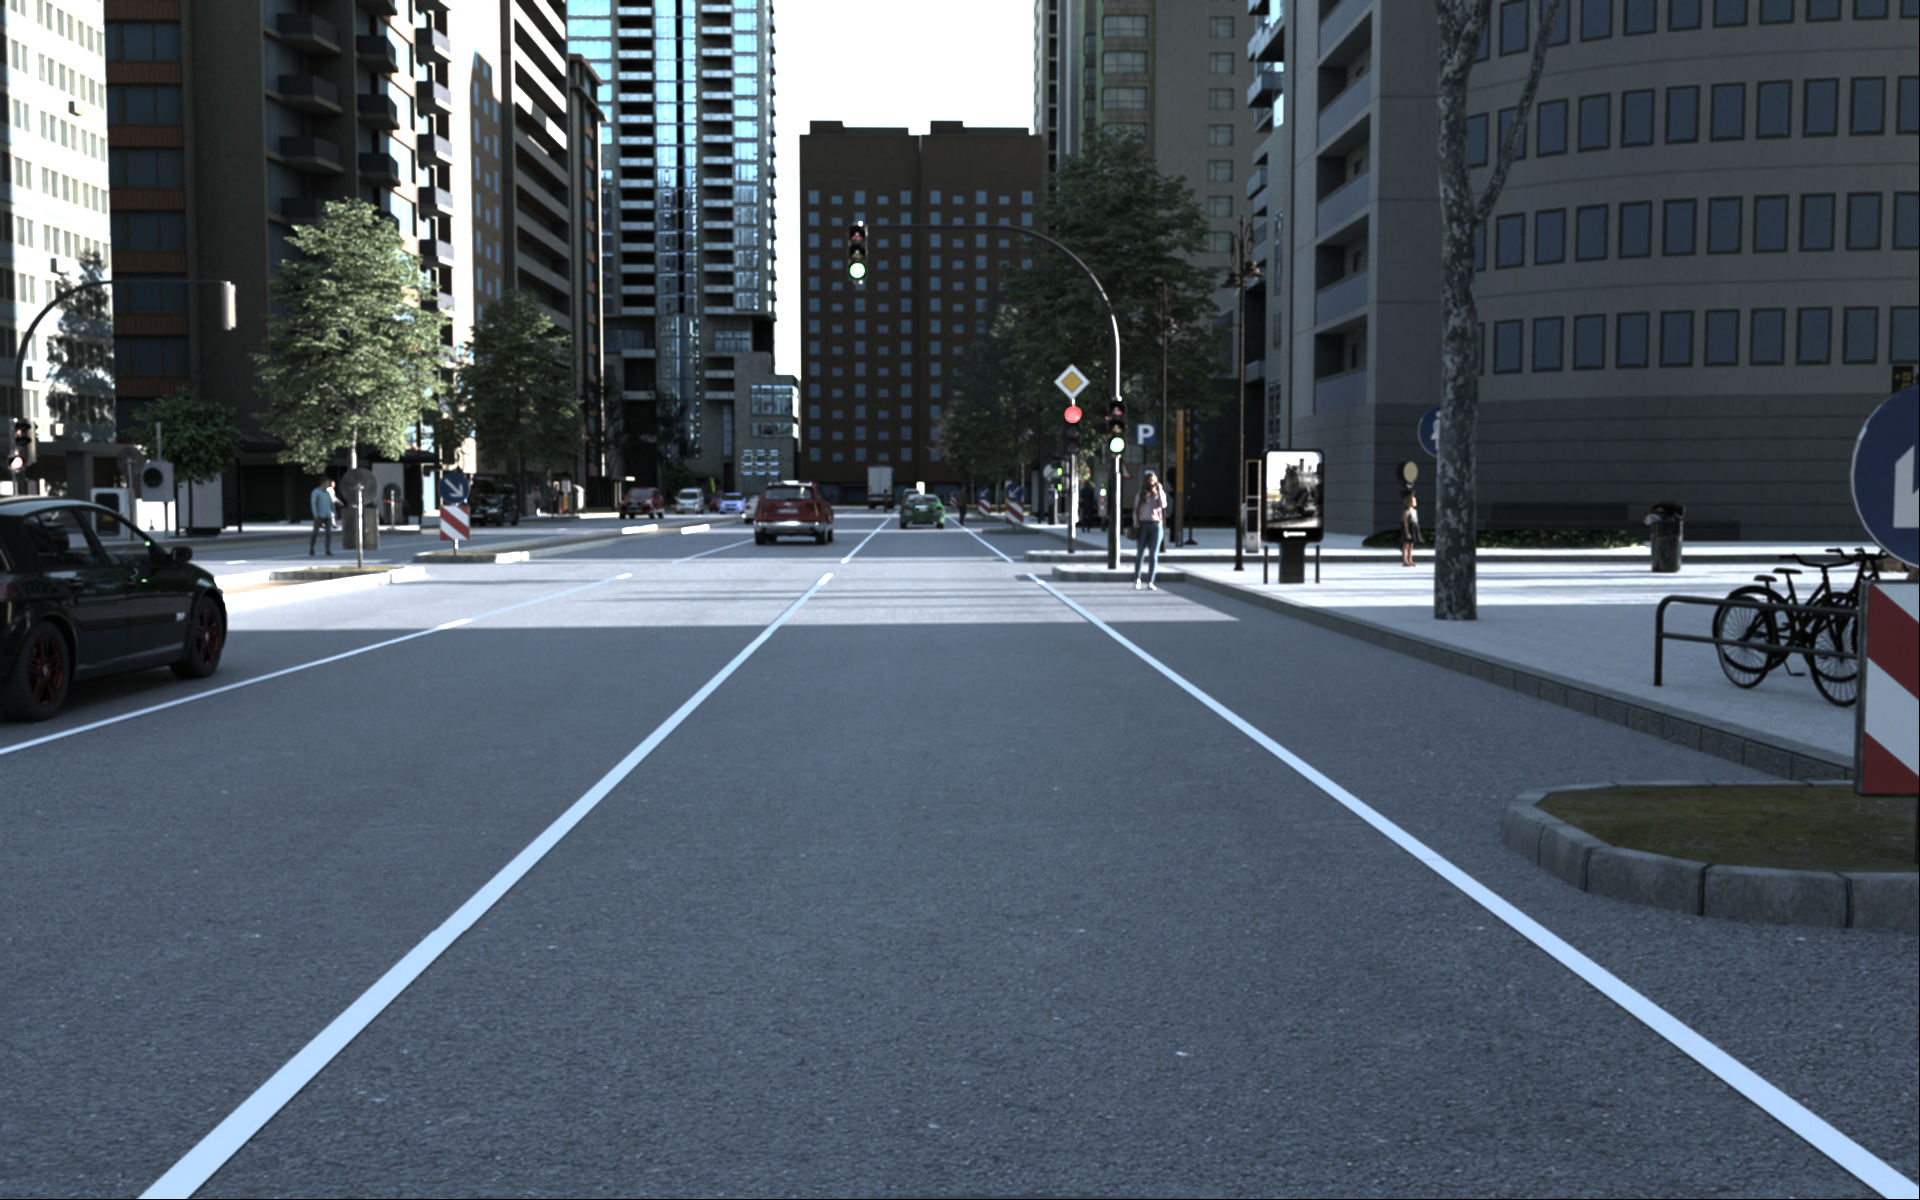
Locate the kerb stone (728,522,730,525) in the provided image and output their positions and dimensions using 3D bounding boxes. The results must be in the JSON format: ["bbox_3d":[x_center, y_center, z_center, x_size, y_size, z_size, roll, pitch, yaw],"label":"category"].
[{"bbox_3d":[-10.605,-3.426,78.235,0.120,0.150,1.000,0,4,-1],"label":"kerb stone"}]

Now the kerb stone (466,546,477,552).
[{"bbox_3d":[-11.770,-1.167,41.305,0.120,0.150,1.000,0,4,-1],"label":"kerb stone"}]

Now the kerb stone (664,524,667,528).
[{"bbox_3d":[-12.588,-3.114,73.114,0.120,0.150,1.000,0,4,-1],"label":"kerb stone"}]

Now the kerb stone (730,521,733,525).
[{"bbox_3d":[-10.637,-3.488,79.257,0.120,0.150,1.000,0,4,-1],"label":"kerb stone"}]

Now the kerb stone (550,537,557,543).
[{"bbox_3d":[-11.996,-1.733,50.544,0.120,0.150,1.000,0,4,-1],"label":"kerb stone"}]

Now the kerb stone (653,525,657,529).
[{"bbox_3d":[-12.507,-2.927,70.044,0.120,0.150,1.000,0,4,-1],"label":"kerb stone"}]

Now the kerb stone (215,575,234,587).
[{"bbox_3d":[-11.383,-0.259,26.431,0.120,0.150,1.000,0,4,-1],"label":"kerb stone"}]

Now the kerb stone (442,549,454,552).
[{"bbox_3d":[-11.721,-1.042,39.261,0.120,0.150,1.000,0,4,-1],"label":"kerb stone"}]

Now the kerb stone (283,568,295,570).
[{"bbox_3d":[-11.464,-0.446,29.500,0.120,0.150,1.000,0,4,-1],"label":"kerb stone"}]

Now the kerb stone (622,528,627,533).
[{"bbox_3d":[-12.332,-2.487,62.861,0.120,0.150,1.000,0,4,-1],"label":"kerb stone"}]

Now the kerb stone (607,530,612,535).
[{"bbox_3d":[-12.243,-2.296,59.783,0.120,0.150,1.000,0,4,-1],"label":"kerb stone"}]

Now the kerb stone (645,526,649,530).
[{"bbox_3d":[-12.452,-2.801,67.991,0.120,0.150,1.000,0,4,-1],"label":"kerb stone"}]

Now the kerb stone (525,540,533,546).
[{"bbox_3d":[-11.930,-1.543,47.465,0.120,0.150,1.000,0,4,-1],"label":"kerb stone"}]

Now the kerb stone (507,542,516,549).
[{"bbox_3d":[-11.879,-1.419,45.404,0.120,0.150,1.000,0,4,-1],"label":"kerb stone"}]

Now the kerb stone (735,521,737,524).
[{"bbox_3d":[-10.689,-3.610,81.310,0.120,0.150,1.000,0,4,-1],"label":"kerb stone"}]

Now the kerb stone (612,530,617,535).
[{"bbox_3d":[-12.266,-2.362,60.817,0.120,0.150,1.000,0,4,-1],"label":"kerb stone"}]

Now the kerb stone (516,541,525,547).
[{"bbox_3d":[-11.904,-1.482,46.426,0.120,0.150,1.000,0,4,-1],"label":"kerb stone"}]

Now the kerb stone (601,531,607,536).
[{"bbox_3d":[-12.217,-2.236,58.755,0.120,0.150,1.000,0,4,-1],"label":"kerb stone"}]

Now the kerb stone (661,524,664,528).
[{"bbox_3d":[-12.559,-3.050,72.088,0.120,0.150,1.000,0,4,-1],"label":"kerb stone"}]

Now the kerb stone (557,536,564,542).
[{"bbox_3d":[-12.037,-1.795,51.568,0.120,0.150,1.000,0,4,-1],"label":"kerb stone"}]

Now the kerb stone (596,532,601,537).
[{"bbox_3d":[-12.186,-2.173,57.722,0.120,0.150,1.000,0,4,-1],"label":"kerb stone"}]

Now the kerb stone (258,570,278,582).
[{"bbox_3d":[-11.443,-0.384,28.478,0.120,0.150,1.000,0,4,-1],"label":"kerb stone"}]

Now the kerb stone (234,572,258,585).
[{"bbox_3d":[-11.415,-0.318,27.455,0.120,0.150,1.000,0,4,-1],"label":"kerb stone"}]

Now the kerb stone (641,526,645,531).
[{"bbox_3d":[-12.425,-2.738,66.968,0.120,0.150,1.000,0,4,-1],"label":"kerb stone"}]

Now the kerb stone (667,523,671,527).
[{"bbox_3d":[-12.604,-3.177,74.144,0.120,0.150,1.000,0,4,-1],"label":"kerb stone"}]

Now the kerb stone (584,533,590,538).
[{"bbox_3d":[-12.135,-2.042,55.674,0.120,0.150,1.000,0,4,-1],"label":"kerb stone"}]

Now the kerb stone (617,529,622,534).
[{"bbox_3d":[-12.290,-2.424,61.840,0.120,0.150,1.000,0,4,-1],"label":"kerb stone"}]

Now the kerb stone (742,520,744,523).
[{"bbox_3d":[-10.772,-3.796,84.392,0.120,0.150,1.000,0,4,-1],"label":"kerb stone"}]

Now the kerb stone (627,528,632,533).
[{"bbox_3d":[-12.347,-2.550,63.888,0.120,0.150,1.000,0,4,-1],"label":"kerb stone"}]

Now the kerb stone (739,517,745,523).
[{"bbox_3d":[-10.797,-3.867,85.414,0.120,0.150,1.000,0,4,-1],"label":"kerb stone"}]

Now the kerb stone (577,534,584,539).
[{"bbox_3d":[-12.113,-1.985,54.643,0.120,0.150,1.000,0,4,-1],"label":"kerb stone"}]

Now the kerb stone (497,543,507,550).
[{"bbox_3d":[-11.844,-1.357,44.382,0.120,0.150,1.000,0,4,-1],"label":"kerb stone"}]

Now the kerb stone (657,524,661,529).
[{"bbox_3d":[-12.526,-2.989,71.066,0.120,0.150,1.000,0,4,-1],"label":"kerb stone"}]

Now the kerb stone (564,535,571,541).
[{"bbox_3d":[-12.060,-1.860,52.599,0.120,0.150,1.000,0,4,-1],"label":"kerb stone"}]

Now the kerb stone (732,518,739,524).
[{"bbox_3d":[-10.720,-3.678,82.337,0.120,0.150,1.000,0,4,-1],"label":"kerb stone"}]

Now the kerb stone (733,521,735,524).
[{"bbox_3d":[-10.656,-3.553,80.285,0.120,0.150,1.000,0,4,-1],"label":"kerb stone"}]

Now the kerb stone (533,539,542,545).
[{"bbox_3d":[-11.955,-1.607,48.486,0.120,0.150,1.000,0,4,-1],"label":"kerb stone"}]

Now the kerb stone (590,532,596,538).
[{"bbox_3d":[-12.159,-2.110,56.700,0.120,0.150,1.000,0,4,-1],"label":"kerb stone"}]

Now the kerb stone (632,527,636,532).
[{"bbox_3d":[-12.376,-2.613,64.920,0.120,0.150,1.000,0,4,-1],"label":"kerb stone"}]

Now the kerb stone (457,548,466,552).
[{"bbox_3d":[-11.745,-1.106,40.283,0.120,0.150,1.000,0,4,-1],"label":"kerb stone"}]

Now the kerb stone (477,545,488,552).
[{"bbox_3d":[-11.792,-1.232,42.338,0.120,0.150,1.000,0,4,-1],"label":"kerb stone"}]

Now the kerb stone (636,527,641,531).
[{"bbox_3d":[-12.398,-2.676,65.942,0.120,0.150,1.000,0,4,-1],"label":"kerb stone"}]

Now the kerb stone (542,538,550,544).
[{"bbox_3d":[-11.974,-1.671,49.522,0.120,0.150,1.000,0,4,-1],"label":"kerb stone"}]

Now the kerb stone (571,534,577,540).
[{"bbox_3d":[-12.091,-1.921,53.621,0.120,0.150,1.000,0,4,-1],"label":"kerb stone"}]

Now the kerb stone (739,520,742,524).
[{"bbox_3d":[-10.745,-3.741,83.360,0.120,0.150,1.000,0,4,-1],"label":"kerb stone"}]

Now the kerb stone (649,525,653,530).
[{"bbox_3d":[-12.473,-2.864,69.018,0.120,0.150,1.000,0,4,-1],"label":"kerb stone"}]

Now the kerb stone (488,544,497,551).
[{"bbox_3d":[-11.826,-1.293,43.360,0.120,0.150,1.000,0,4,-1],"label":"kerb stone"}]

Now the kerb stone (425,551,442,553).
[{"bbox_3d":[-11.682,-0.981,38.239,0.120,0.150,1.000,0,4,-1],"label":"kerb stone"}]
